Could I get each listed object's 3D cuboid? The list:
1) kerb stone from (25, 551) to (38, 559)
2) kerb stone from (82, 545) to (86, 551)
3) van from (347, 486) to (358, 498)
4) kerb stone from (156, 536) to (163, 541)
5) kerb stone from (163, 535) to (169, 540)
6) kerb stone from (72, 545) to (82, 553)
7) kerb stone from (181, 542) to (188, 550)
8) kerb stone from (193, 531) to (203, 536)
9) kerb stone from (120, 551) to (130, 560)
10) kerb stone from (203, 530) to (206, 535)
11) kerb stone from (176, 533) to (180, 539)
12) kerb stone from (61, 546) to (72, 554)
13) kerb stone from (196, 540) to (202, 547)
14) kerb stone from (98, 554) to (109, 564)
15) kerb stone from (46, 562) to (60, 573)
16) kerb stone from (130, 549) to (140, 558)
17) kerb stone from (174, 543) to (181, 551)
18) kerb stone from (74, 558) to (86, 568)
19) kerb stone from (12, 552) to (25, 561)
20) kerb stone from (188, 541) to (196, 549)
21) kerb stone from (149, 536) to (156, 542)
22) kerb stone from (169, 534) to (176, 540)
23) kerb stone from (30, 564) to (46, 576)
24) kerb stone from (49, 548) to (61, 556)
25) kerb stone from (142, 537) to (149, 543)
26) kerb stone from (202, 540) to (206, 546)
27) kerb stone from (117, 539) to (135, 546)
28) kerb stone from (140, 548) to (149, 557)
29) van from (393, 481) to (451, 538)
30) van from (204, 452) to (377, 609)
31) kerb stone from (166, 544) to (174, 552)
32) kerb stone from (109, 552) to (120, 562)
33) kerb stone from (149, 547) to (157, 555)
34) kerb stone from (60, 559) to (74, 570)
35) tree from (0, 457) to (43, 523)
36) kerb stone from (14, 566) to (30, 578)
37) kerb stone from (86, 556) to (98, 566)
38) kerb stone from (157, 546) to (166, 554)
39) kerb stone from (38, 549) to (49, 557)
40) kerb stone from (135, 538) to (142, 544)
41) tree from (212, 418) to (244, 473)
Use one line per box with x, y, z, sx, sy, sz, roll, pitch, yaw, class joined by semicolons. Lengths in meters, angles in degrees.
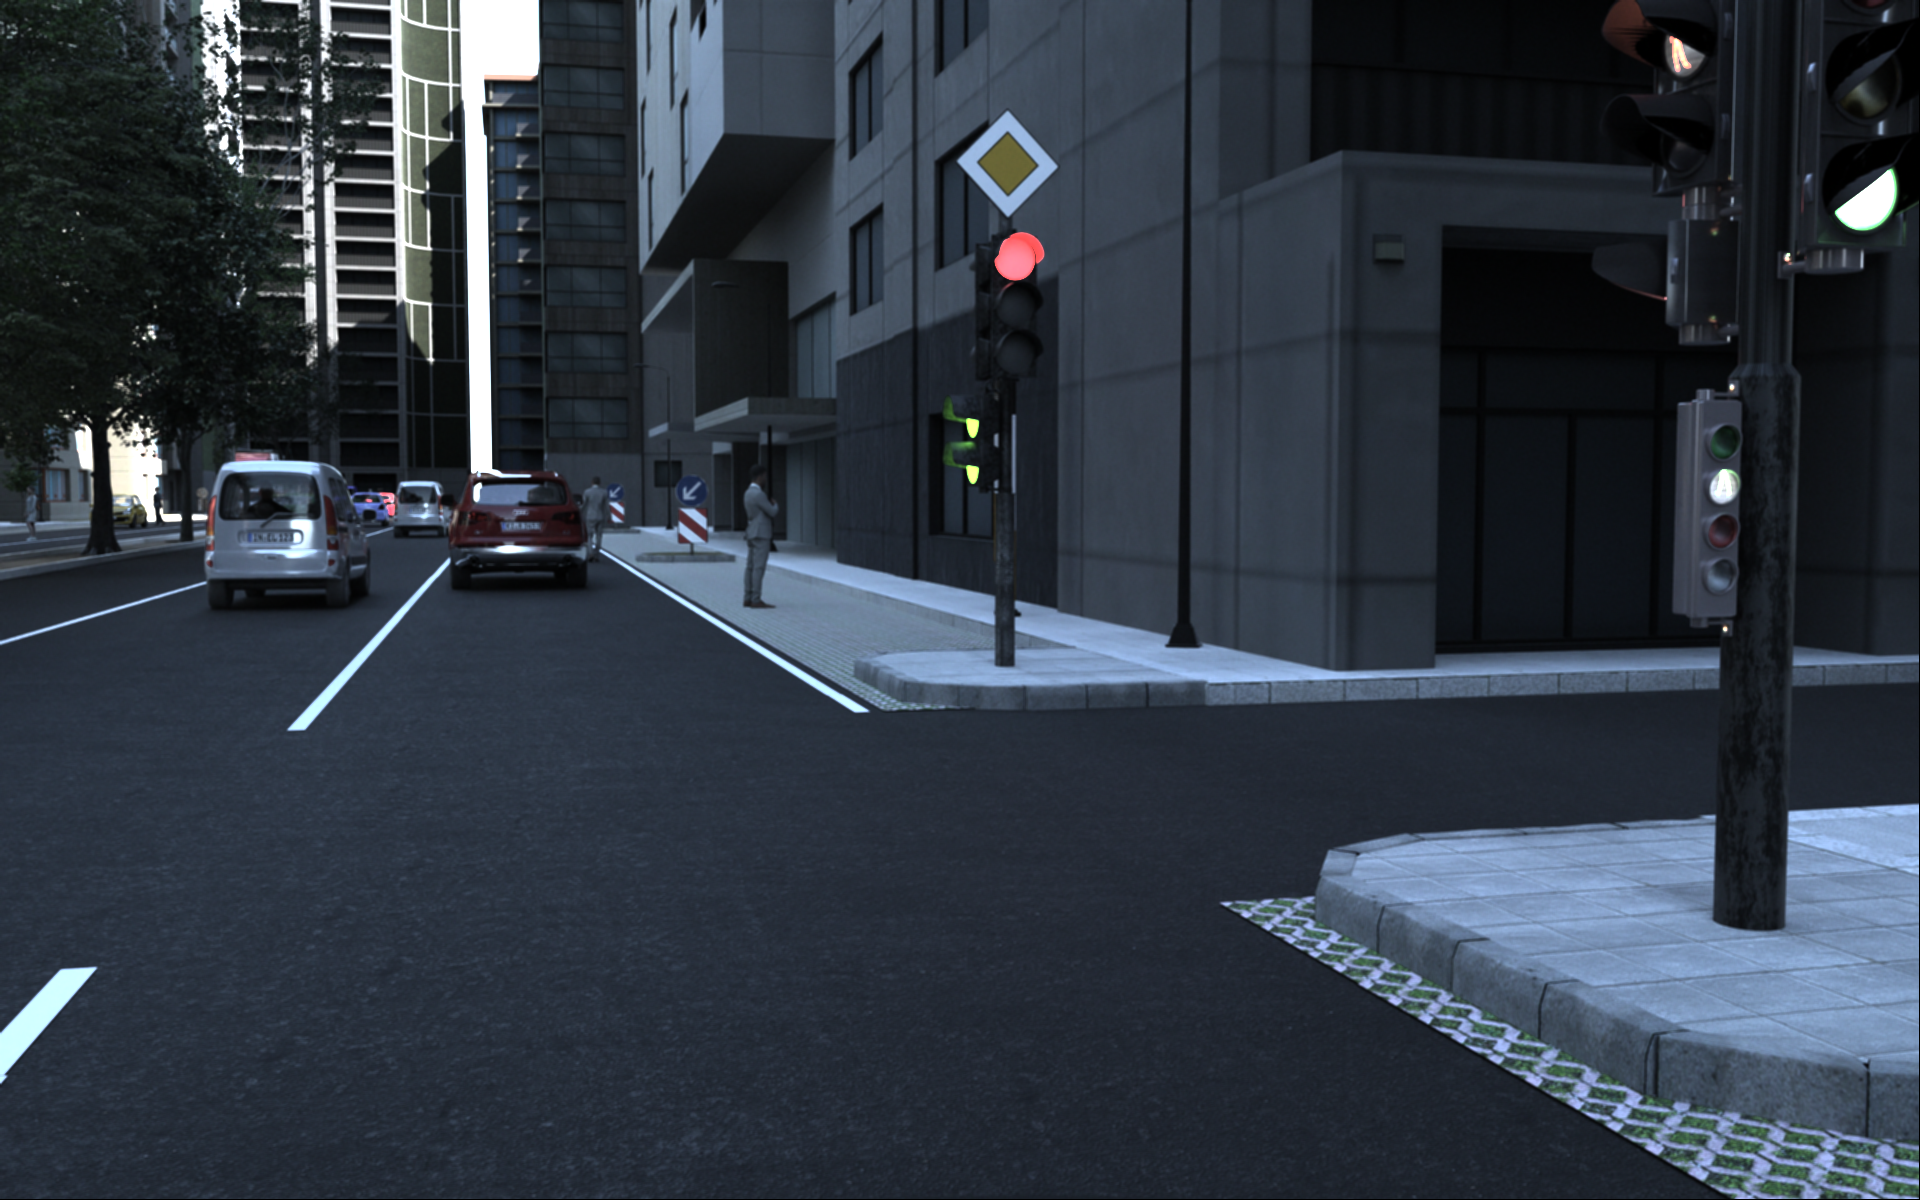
-20.606;-0.981;38.238;0.120;0.150;1.000;-1;4;-15;kerb stone
-21.912;-1.285;43.201;0.120;0.150;1.000;-1;4;-15;kerb stone
-48.210;-8.023;135.563;2.240;2.365;5.245;-1;4;-16;van
-24.238;-1.832;52.151;0.120;0.150;1.000;-1;4;-15;kerb stone
-24.497;-1.893;53.140;0.120;0.150;1.000;-1;4;-15;kerb stone
-21.648;-1.224;42.202;0.120;0.150;1.000;-1;4;-15;kerb stone
-20.140;-1.377;44.704;0.120;0.150;1.000;-1;4;-15;kerb stone
-26.055;-2.257;59.100;0.120;0.150;1.000;-1;4;-15;kerb stone
-18.325;-0.952;37.762;0.120;0.150;1.000;-1;4;-15;kerb stone
-26.309;-2.317;60.090;0.120;0.150;1.000;-1;4;-15;kerb stone
-25.018;-2.014;55.122;0.120;0.150;1.000;-1;4;-15;kerb stone
-21.391;-1.163;41.213;0.120;0.150;1.000;-1;4;-15;kerb stone
-20.646;-1.495;46.693;0.120;0.150;1.000;-1;4;-15;kerb stone
-17.813;-0.831;35.782;0.120;0.150;1.000;-1;4;-15;kerb stone
-16.780;-0.589;31.821;0.120;0.150;1.000;-1;4;-15;kerb stone
-18.584;-1.010;38.751;0.120;0.150;1.000;-1;4;-15;kerb stone
-19.875;-1.313;43.710;0.120;0.150;1.000;-1;4;-15;kerb stone
-17.295;-0.710;33.804;0.120;0.150;1.000;-1;4;-15;kerb stone
-20.359;-0.920;37.245;0.120;0.150;1.000;-1;4;-15;kerb stone
-20.391;-1.438;45.699;0.120;0.150;1.000;-1;4;-15;kerb stone
-23.982;-1.770;51.151;0.120;0.150;1.000;-1;4;-15;kerb stone
-24.758;-1.950;54.133;0.120;0.150;1.000;-1;4;-15;kerb stone
-16.506;-0.527;30.823;0.120;0.150;1.000;-1;4;-15;kerb stone
-21.130;-1.101;40.220;0.120;0.150;1.000;-1;4;-15;kerb stone
-23.722;-1.710;50.152;0.120;0.150;1.000;-1;4;-15;kerb stone
-20.910;-1.559;47.687;0.120;0.150;1.000;-1;4;-15;kerb stone
-23.203;-1.589;48.174;0.120;0.150;1.000;-1;4;-15;kerb stone
-18.837;-1.073;39.741;0.120;0.150;1.000;-1;4;-15;kerb stone
-18.176;-3.155;58.591;2.013;2.044;4.112;-1;4;-13;van
-8.889;-0.983;23.092;2.013;2.044;4.112;-1;4;-13;van
-19.611;-1.254;42.721;0.120;0.150;1.000;-1;4;-15;kerb stone
-18.068;-0.892;36.772;0.120;0.150;1.000;-1;4;-15;kerb stone
-19.100;-1.133;40.732;0.120;0.150;1.000;-1;4;-15;kerb stone
-17.028;-0.650;32.815;0.120;0.150;1.000;-1;4;-15;kerb stone
-41.240;-4.985;76.113;1.663;3.219;1.824;0;3;0;tree
-16.262;-0.464;29.830;0.120;0.150;1.000;-1;4;-15;kerb stone
-17.550;-0.770;34.794;0.120;0.150;1.000;-1;4;-15;kerb stone
-19.353;-1.193;41.725;0.120;0.150;1.000;-1;4;-15;kerb stone
-20.881;-1.036;39.224;0.120;0.150;1.000;-1;4;-15;kerb stone
-23.460;-1.649;49.163;0.120;0.150;1.000;-1;4;-15;kerb stone
-55.056;-10.843;127.650;4.737;8.622;4.395;0;3;0;tree
